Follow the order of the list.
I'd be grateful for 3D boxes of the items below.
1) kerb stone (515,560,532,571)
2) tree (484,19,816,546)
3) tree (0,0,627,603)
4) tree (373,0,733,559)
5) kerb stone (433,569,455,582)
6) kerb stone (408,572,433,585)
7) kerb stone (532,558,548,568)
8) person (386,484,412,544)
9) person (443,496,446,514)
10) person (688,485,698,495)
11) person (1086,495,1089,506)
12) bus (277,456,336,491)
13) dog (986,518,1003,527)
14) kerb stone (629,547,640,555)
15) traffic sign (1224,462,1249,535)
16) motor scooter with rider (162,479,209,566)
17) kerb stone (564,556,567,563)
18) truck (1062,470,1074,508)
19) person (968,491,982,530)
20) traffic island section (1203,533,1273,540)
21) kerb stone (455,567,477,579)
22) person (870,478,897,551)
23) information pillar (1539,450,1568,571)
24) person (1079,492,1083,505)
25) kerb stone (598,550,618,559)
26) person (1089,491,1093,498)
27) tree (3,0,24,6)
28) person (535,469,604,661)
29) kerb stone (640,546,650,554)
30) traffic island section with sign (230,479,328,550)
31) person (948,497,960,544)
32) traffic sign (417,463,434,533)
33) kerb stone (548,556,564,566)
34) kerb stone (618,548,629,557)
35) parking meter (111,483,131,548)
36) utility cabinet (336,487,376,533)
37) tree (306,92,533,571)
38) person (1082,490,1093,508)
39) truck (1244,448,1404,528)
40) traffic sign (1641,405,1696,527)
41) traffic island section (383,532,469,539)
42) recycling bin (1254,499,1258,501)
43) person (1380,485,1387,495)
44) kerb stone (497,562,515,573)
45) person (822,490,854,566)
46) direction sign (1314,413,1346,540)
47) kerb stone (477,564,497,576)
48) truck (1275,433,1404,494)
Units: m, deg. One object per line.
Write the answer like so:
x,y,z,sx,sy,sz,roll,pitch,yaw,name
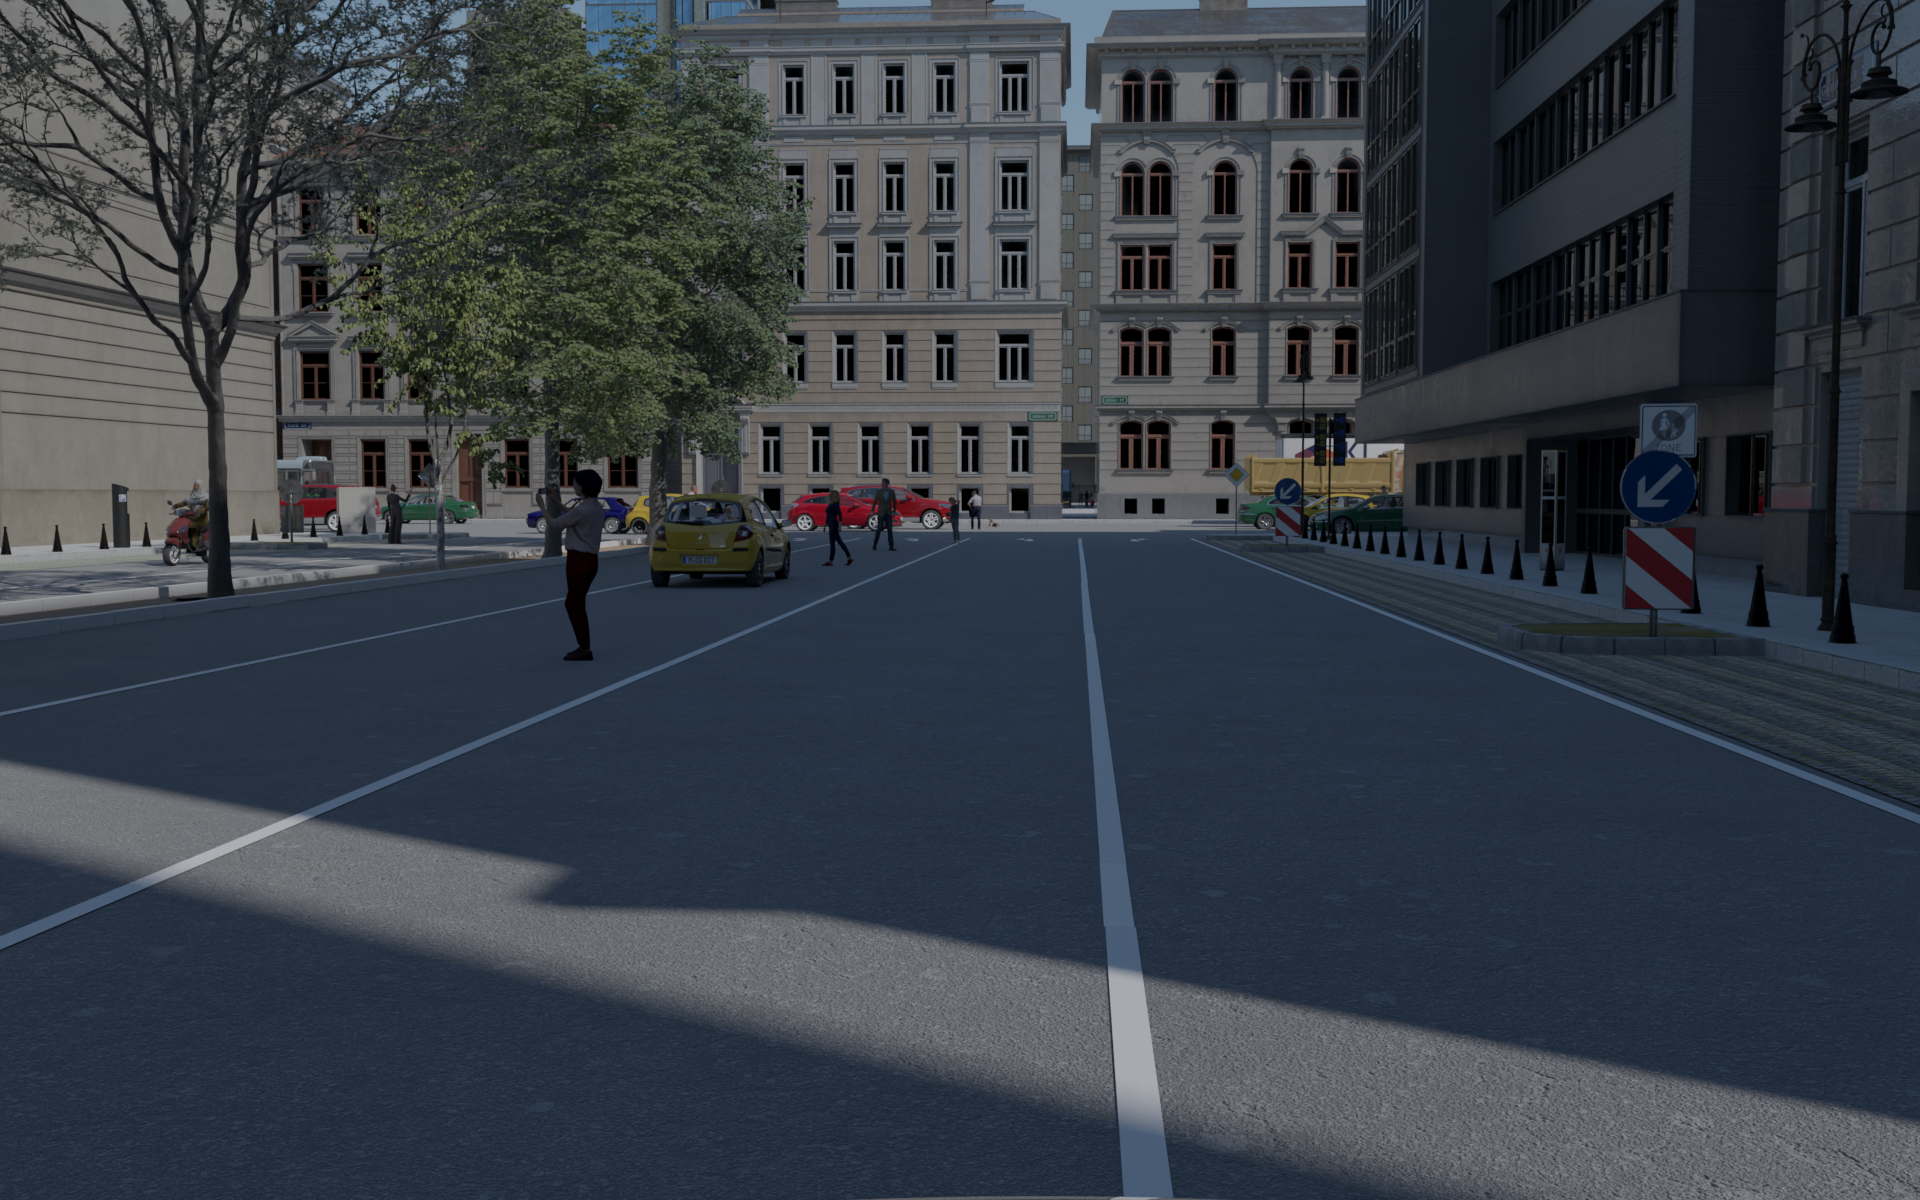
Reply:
-8.354,-0.646,32.763,0.120,0.150,1.000,0,4,4,kerb stone
-8.415,-8.484,47.829,9.857,13.997,8.962,0,3,0,tree
-9.844,-6.712,22.566,12.009,13.543,11.850,0,3,0,tree
-8.808,-7.133,37.215,7.486,12.596,7.792,0,3,0,tree
-8.634,-0.395,28.650,0.120,0.150,1.000,0,4,4,kerb stone
-8.697,-0.332,27.626,0.120,0.150,1.000,0,4,4,kerb stone
-8.292,-0.709,33.788,0.120,0.150,1.000,0,4,4,kerb stone
-16.121,-2.480,49.848,0.742,1.727,0.445,-1,4,-12,person
-21.645,-3.669,72.393,0.435,1.345,0.340,2,4,28,person
-8.104,-2.649,52.752,0.436,1.711,0.756,1,4,16,person
15.958,-12.742,216.786,0.705,1.831,1.348,-1,4,-17,person
-34.628,-5.168,79.349,13.247,3.499,2.948,0,4,4,bus
1.510,-3.362,75.169,0.748,0.427,0.550,0,4,6,dog
-7.809,-1.146,40.975,0.120,0.150,1.000,0,4,4,kerb stone
8.696,-3.113,54.547,0.795,2.450,0.064,0,4,4,traffic sign
-15.674,-1.607,35.234,0.876,1.779,1.986,0,4,5,motor scooter with rider
-8.150,-0.835,35.842,0.120,0.150,1.000,0,4,4,kerb stone
10.629,-11.941,184.992,2.967,4.110,18.799,0,4,4,truck
0.587,-3.609,69.725,0.614,1.554,0.590,-1,4,-17,person
8.720,-1.978,54.623,2.009,0.180,2.903,0,4,4,traffic island section
-8.553,-0.457,29.675,0.120,0.150,1.000,0,4,4,kerb stone
-1.947,-2.172,43.920,0.656,1.842,0.836,-3,5,-42,person
9.926,-1.498,28.979,0.304,2.012,0.304,-3,4,-39,information pillar
15.353,-12.891,219.717,0.683,1.767,0.568,1,4,17,person
-7.944,-1.023,38.917,0.120,0.150,1.000,0,4,4,kerb stone
17.361,-13.461,228.607,1.348,1.822,0.705,1,4,22,person
-10.750,-5.423,13.186,6.751,12.117,7.091,0,3,0,tree
-3.348,-0.304,14.932,0.517,1.644,0.566,-3,4,-36,person
-7.737,-1.212,42.006,0.120,0.150,1.000,0,4,4,kerb stone
-17.680,-2.237,45.210,1.989,1.847,2.006,0,4,4,traffic island section with sign
-0.143,-2.315,50.261,0.435,1.345,0.340,2,4,25,person
-17.239,-3.220,56.293,0.795,2.450,0.064,0,4,4,traffic sign
-8.216,-0.772,34.814,0.120,0.150,1.000,0,4,4,kerb stone
-7.874,-1.076,39.951,0.120,0.150,1.000,0,4,4,kerb stone
-20.021,-2.013,41.331,0.372,1.533,0.369,0,3,0,parking meter
-19.835,-2.949,56.895,1.173,1.500,0.318,-2,4,-34,utility cabinet
-9.461,-4.792,31.165,4.737,8.622,4.395,0,3,0,tree
13.114,-10.428,179.010,1.348,1.822,0.705,2,4,35,person
17.355,-4.843,75.106,9.791,3.379,3.469,0,4,5,truck
8.030,-1.074,19.697,0.606,2.300,0.079,1,4,12,traffic sign
-17.263,-2.084,56.357,2.009,0.180,2.903,0,4,4,traffic island section
14.890,-4.418,84.785,0.722,1.027,0.722,-2,4,-32,recycling bin
16.102,-3.466,65.711,0.362,1.759,0.519,1,4,13,person
-8.423,-0.583,31.733,0.120,0.150,1.000,0,4,4,kerb stone
-2.452,-1.442,34.620,0.613,1.512,0.480,-3,4,-36,person
10.335,-3.452,48.435,0.876,3.537,0.379,2,4,24,direction sign
-8.488,-0.521,30.709,0.120,0.150,1.000,0,4,4,kerb stone
20.572,-5.640,81.128,11.283,4.237,2.839,0,4,3,truck
